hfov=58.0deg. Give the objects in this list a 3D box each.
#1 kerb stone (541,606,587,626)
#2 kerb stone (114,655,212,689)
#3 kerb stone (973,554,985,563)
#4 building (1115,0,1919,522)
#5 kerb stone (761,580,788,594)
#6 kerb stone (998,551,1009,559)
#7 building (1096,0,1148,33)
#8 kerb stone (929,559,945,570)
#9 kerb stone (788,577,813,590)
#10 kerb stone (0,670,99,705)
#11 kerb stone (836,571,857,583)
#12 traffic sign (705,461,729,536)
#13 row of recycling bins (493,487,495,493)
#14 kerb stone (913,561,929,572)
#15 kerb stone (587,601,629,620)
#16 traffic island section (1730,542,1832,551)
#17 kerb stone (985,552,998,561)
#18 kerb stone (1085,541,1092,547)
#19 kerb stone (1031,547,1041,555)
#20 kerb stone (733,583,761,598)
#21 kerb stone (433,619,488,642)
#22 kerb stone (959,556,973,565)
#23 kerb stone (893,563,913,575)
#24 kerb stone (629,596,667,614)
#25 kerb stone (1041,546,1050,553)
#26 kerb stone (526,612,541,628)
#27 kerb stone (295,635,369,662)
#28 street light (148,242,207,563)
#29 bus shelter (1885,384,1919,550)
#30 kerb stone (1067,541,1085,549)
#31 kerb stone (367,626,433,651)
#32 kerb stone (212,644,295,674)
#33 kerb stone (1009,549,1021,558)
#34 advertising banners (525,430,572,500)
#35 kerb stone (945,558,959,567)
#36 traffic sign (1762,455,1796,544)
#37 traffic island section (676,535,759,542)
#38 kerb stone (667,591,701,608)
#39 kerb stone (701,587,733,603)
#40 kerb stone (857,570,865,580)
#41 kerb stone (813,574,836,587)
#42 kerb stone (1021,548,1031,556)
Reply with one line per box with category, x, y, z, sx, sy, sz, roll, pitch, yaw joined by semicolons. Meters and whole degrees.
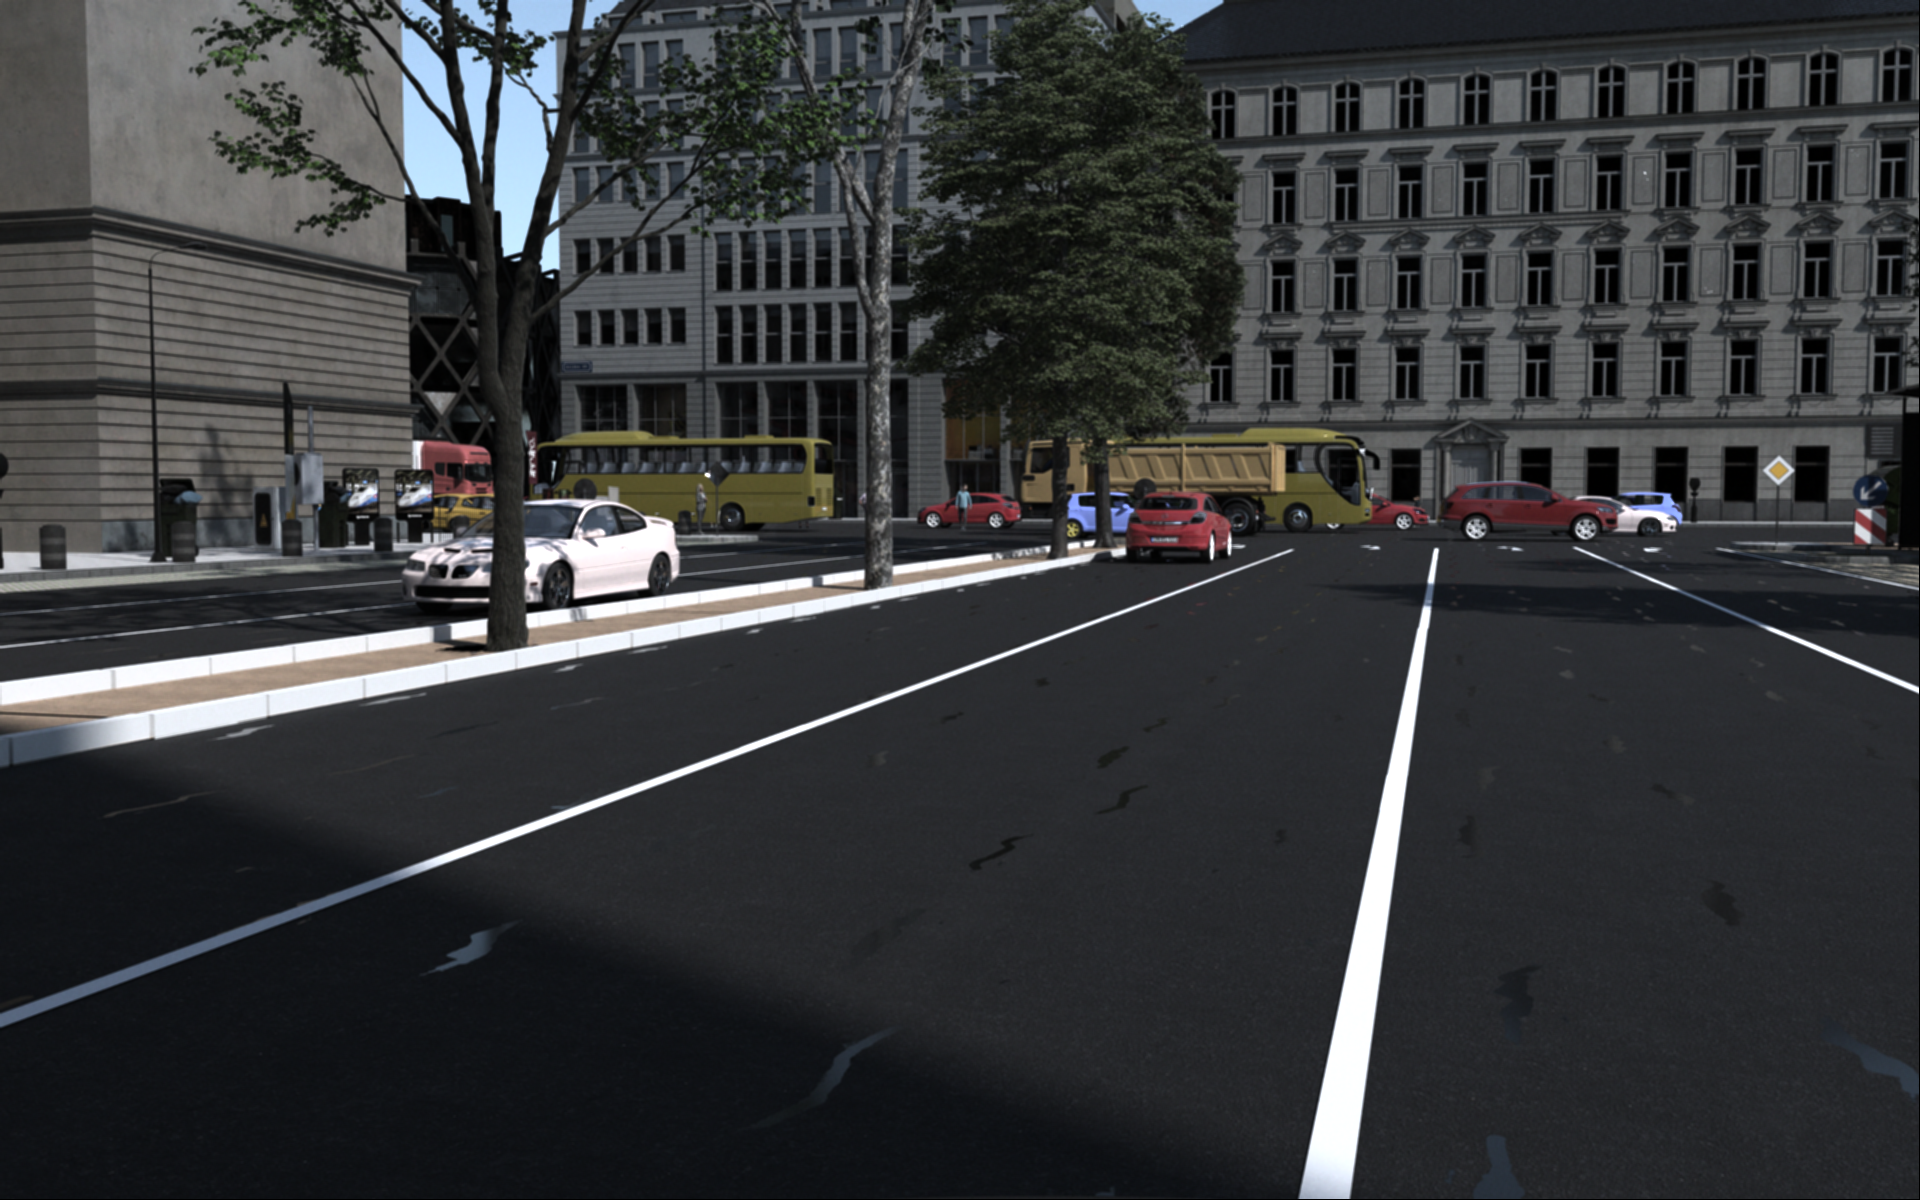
kerb stone;-4.441;0.190;19.098;0.120;0.150;1.000;1;4;16
kerb stone;-6.093;0.553;13.154;0.120;0.150;1.000;1;4;16
kerb stone;0.286;-0.839;35.951;0.120;0.150;1.000;1;4;16
building;30.662;-19.138;89.317;44.131;29.872;17.030;1;4;16
kerb stone;-2.758;-0.173;25.051;0.120;0.150;1.000;1;4;16
kerb stone;0.846;-0.962;37.927;0.120;0.150;1.000;1;4;16
building;5.589;-32.796;159.917;21.300;48.544;21.600;1;4;16
kerb stone;-0.535;-0.659;32.978;0.120;0.150;1.000;1;4;16
kerb stone;-2.477;-0.236;26.049;0.120;0.150;1.000;1;4;16
kerb stone;-6.378;0.614;12.155;0.120;0.150;1.000;1;4;16
kerb stone;-1.926;-0.357;28.028;0.120;0.150;1.000;1;4;16
traffic sign;-7.364;-2.989;52.509;0.795;2.450;0.064;1;4;16
row of recycling bins;-26.725;-5.711;100.493;1.069;1.692;3.534;1;4;21
kerb stone;-0.823;-0.599;31.989;0.120;0.150;1.000;1;4;16
kerb stone;-4.148;0.129;20.085;0.120;0.150;1.000;1;4;16
traffic island section;21.057;-1.366;44.622;2.009;0.180;2.903;1;4;16
kerb stone;0.567;-0.902;36.939;0.120;0.150;1.000;1;4;16
kerb stone;3.353;-1.502;46.856;0.120;0.150;1.000;1;4;16
kerb stone;1.688;-1.143;40.906;0.120;0.150;1.000;1;4;16
kerb stone;-3.044;-0.114;24.054;0.120;0.150;1.000;1;4;16
kerb stone;-4.984;0.311;17.117;0.120;0.150;1.000;1;4;16
kerb stone;0.012;-0.775;34.961;0.120;0.150;1.000;1;4;16
kerb stone;-1.096;-0.538;30.998;0.120;0.150;1.000;1;4;16
kerb stone;-3.871;0.068;21.076;0.120;0.150;1.000;1;4;16
kerb stone;1.955;-1.205;41.900;0.120;0.150;1.000;1;4;16
kerb stone;-4.712;0.250;18.107;0.120;0.150;1.000;1;4;16
kerb stone;-5.540;0.432;15.133;0.120;0.150;1.000;1;4;16
street light;-14.563;-3.652;32.254;1.470;5.913;1.316;1;4;16
bus shelter;21.206;-2.773;36.617;1.731;3.624;6.357;1;4;16
kerb stone;3.072;-1.448;45.867;0.120;0.150;1.000;1;4;16
kerb stone;-5.266;0.371;16.122;0.120;0.150;1.000;1;4;16
kerb stone;-5.822;0.495;14.145;0.120;0.150;1.000;1;4;16
kerb stone;1.133;-1.020;38.925;0.120;0.150;1.000;1;4;16
advertising banners;-11.509;-3.197;48.466;0.090;3.025;2.074;1;4;22
kerb stone;-0.261;-0.720;33.968;0.120;0.150;1.000;1;4;16
traffic sign;21.033;-2.502;44.552;0.795;2.450;0.064;1;4;16
traffic island section;-7.389;-1.853;52.577;2.009;0.180;2.903;1;4;16
kerb stone;-3.595;0.008;22.069;0.120;0.150;1.000;1;4;16
kerb stone;-3.311;-0.053;23.062;0.120;0.150;1.000;1;4;16
kerb stone;-1.647;-0.417;29.017;0.120;0.150;1.000;1;4;16
kerb stone;-2.203;-0.292;27.039;0.120;0.150;1.000;1;4;16
kerb stone;1.404;-1.084;39.916;0.120;0.150;1.000;1;4;16
